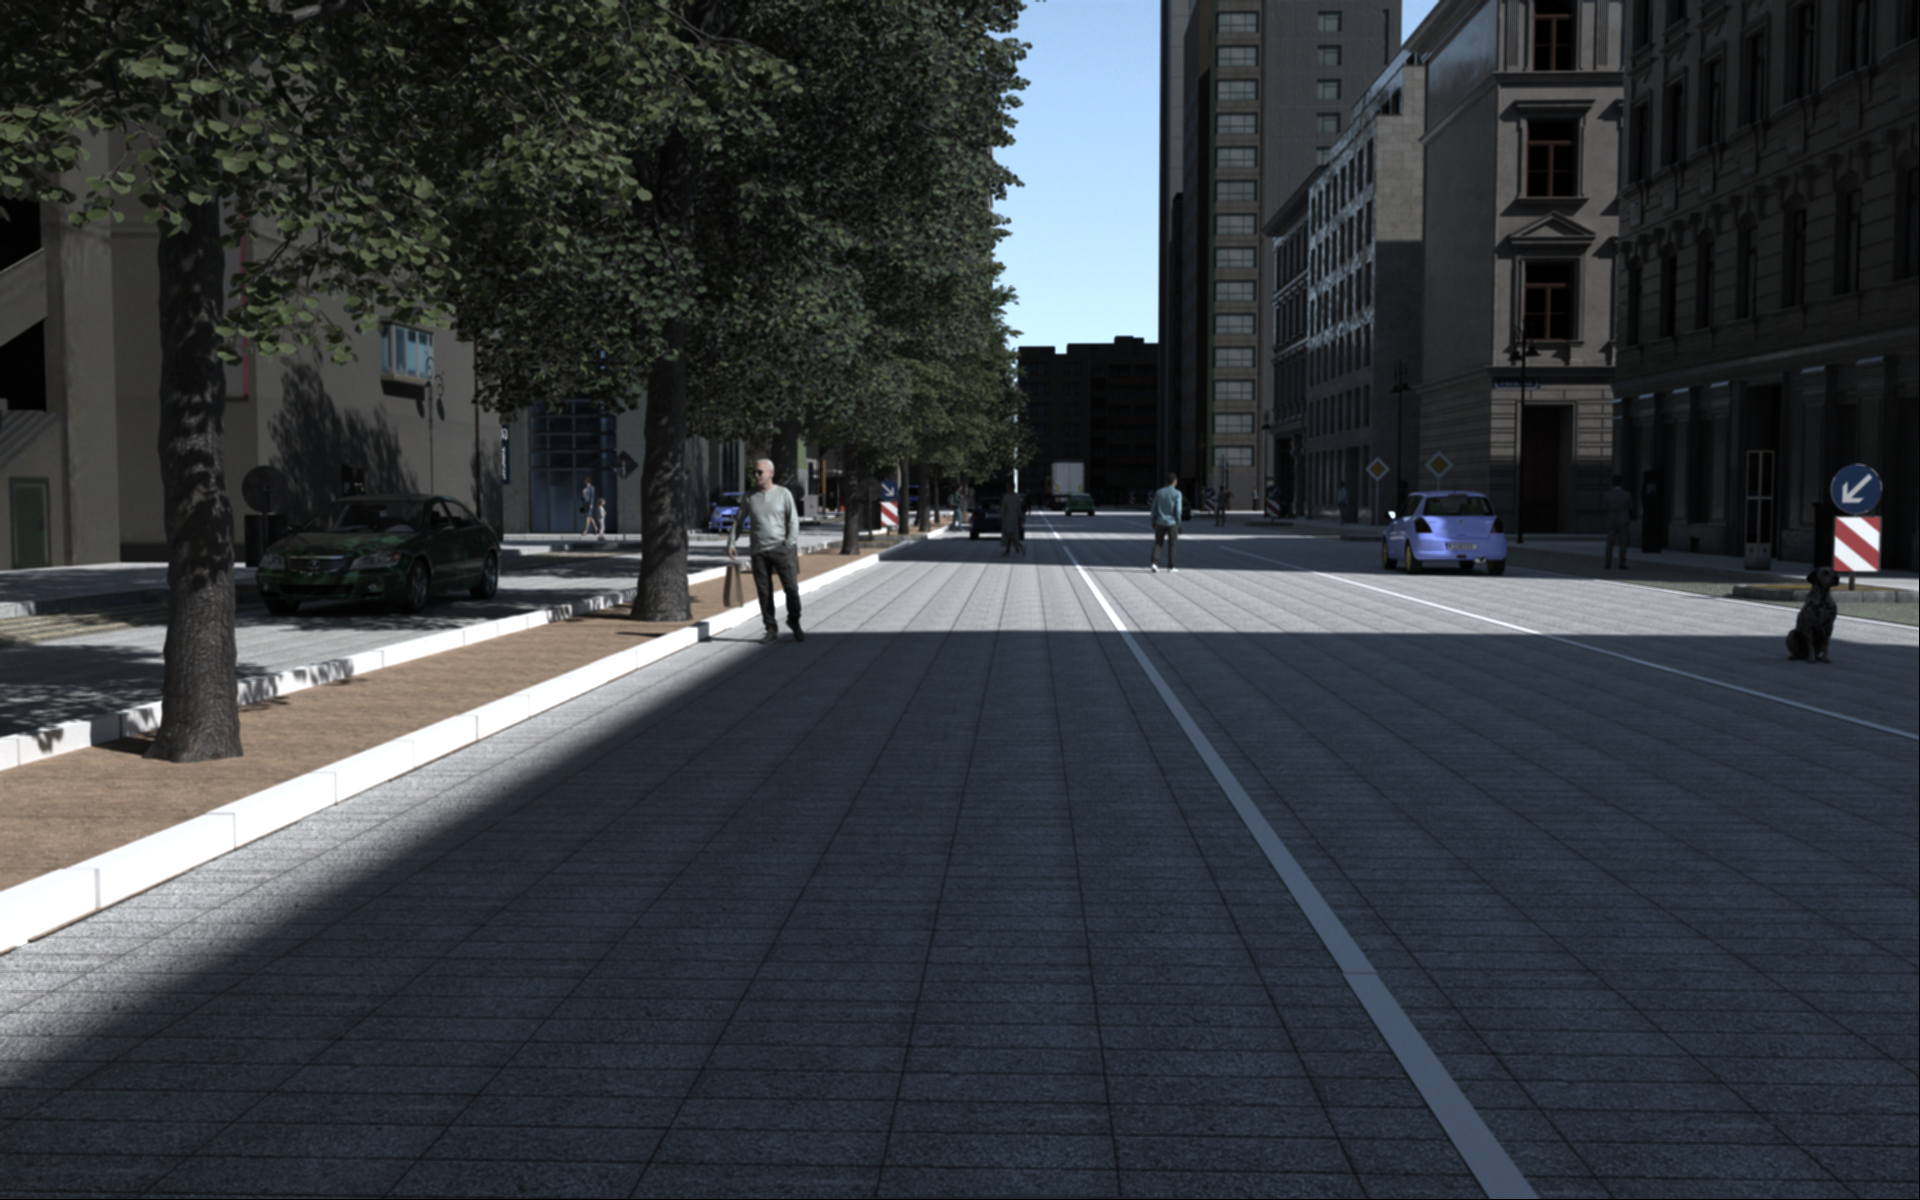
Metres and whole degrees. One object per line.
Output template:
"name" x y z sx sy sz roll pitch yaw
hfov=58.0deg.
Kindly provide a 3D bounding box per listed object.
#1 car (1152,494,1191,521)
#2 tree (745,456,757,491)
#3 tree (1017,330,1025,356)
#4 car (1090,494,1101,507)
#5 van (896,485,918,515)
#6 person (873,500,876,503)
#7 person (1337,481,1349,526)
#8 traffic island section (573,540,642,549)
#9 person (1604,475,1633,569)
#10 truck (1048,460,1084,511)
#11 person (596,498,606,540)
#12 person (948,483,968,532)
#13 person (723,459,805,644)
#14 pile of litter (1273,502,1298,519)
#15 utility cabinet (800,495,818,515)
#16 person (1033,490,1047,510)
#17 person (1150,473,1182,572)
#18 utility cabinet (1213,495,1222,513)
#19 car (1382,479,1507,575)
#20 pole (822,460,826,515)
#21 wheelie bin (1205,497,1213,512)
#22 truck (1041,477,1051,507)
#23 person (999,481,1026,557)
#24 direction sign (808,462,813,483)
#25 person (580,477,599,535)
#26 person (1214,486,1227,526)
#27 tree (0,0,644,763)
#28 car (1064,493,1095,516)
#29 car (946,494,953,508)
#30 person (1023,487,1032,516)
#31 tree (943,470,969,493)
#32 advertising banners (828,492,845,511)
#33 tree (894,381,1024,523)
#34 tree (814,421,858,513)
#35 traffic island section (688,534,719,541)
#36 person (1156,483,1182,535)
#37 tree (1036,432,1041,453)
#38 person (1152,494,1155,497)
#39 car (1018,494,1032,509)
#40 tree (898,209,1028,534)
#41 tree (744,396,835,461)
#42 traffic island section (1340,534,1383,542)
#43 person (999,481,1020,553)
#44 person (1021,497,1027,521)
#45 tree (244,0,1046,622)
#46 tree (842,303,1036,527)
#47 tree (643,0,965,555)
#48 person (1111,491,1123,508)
"car" 11.645 -5.105 95.265 2.131 1.459 4.920 0 4 2
"tree" -10.526 -5.678 87.437 1.663 3.219 1.824 0 3 0
"tree" -1.420 -8.904 66.157 7.486 12.596 7.792 0 3 0
"car" 14.513 -11.076 190.885 2.009 1.686 4.222 0 4 4
"van" -3.306 -7.100 120.466 2.240 2.365 5.245 0 4 2
"person" -7.666 -9.016 156.683 0.421 1.427 0.697 1 4 22
"person" 15.244 -3.829 68.907 0.793 1.790 0.793 -2 4 -35
"traffic island section" -9.021 -1.474 46.388 2.009 0.180 2.903 0 4 2
"person" 12.549 -1.488 33.005 0.511 1.800 0.466 1 4 21
"truck" 9.081 -9.731 148.010 2.839 4.237 11.283 0 4 1
"person" -10.772 -2.407 52.139 0.394 1.301 0.425 -3 4 -37
"person" -0.055 -3.427 64.516 0.713 1.824 0.794 1 4 20
"person" -1.913 -0.470 16.670 0.782 1.767 0.515 0 4 5
"pile of litter" 16.869 -4.617 89.452 1.719 0.858 1.176 -2 4 -33
"utility cabinet" -9.087 -5.681 104.053 1.020 1.237 0.306 0 4 5
"person" 7.425 -9.310 160.848 1.348 1.807 0.705 0 4 2
"person" 3.750 -1.419 31.716 0.660 1.820 0.620 2 4 31
"utility cabinet" 17.543 -6.506 117.527 0.306 1.237 1.020 -1 4 -16
"car" 8.890 -1.373 32.032 1.945 1.707 3.694 0 4 4
"pole" -8.185 -6.745 104.131 0.158 3.312 0.155 0 3 0
"wheelie bin" 17.888 -7.171 125.160 0.693 1.594 0.980 2 4 26
"truck" 10.726 -11.882 190.190 3.469 3.379 9.791 0 4 1
"person" 1.213 -1.843 39.383 0.760 1.731 0.466 2 4 32
"direction sign" -10.924 -8.080 124.098 0.876 3.537 0.379 1 4 21
"person" -11.584 -2.944 54.206 0.654 1.822 0.581 -2 4 -27
"person" 11.639 -4.211 77.544 0.606 1.804 0.583 -3 4 -38
"tree" -4.214 -5.435 9.449 7.486 12.596 7.792 0 3 0
"car" 7.914 -6.466 114.523 1.959 1.807 4.718 0 4 0
"car" -0.471 -10.278 176.847 1.959 1.807 4.718 0 4 1
"person" 4.508 -6.592 115.642 0.648 1.900 0.474 3 5 40
"tree" 0.392 -10.191 119.441 4.360 8.622 3.978 0 3 0
"advertising banners" -8.758 -8.080 128.297 2.074 3.025 0.090 0 4 3
"tree" -1.066 -9.011 84.201 8.767 10.594 7.601 0 4 2
"tree" -8.158 -10.332 119.287 4.360 8.622 3.978 0 3 0
"traffic island section" -8.708 -1.962 54.367 2.009 0.180 2.903 0 4 2
"person" 7.283 -3.163 60.181 0.822 1.834 0.622 2 4 29
"tree" 0.101 -11.328 104.673 9.611 12.733 9.660 0 3 0
"person" 20.231 -10.422 179.638 0.799 1.438 0.628 1 4 13
"car" 5.923 -9.564 168.169 2.131 1.459 4.920 0 4 2
"tree" -1.783 -7.902 57.403 9.928 11.665 9.643 0 3 0
"tree" -10.188 -9.872 95.813 8.767 10.594 7.601 1 4 22
"traffic island section" 12.917 -1.910 53.517 2.009 0.180 2.903 0 4 2
"person" 1.213 -2.033 42.296 0.519 1.759 0.362 0 4 6
"person" 3.432 -4.931 93.788 0.362 1.253 0.373 -1 4 -9
"tree" -3.387 -6.740 19.307 9.857 13.997 8.962 0 3 0
"tree" -1.648 -9.541 75.462 9.611 12.733 9.660 0 3 0
"tree" -2.653 -7.348 40.720 7.486 12.596 7.792 0 3 0
"person" 16.034 -10.249 176.902 1.217 1.723 0.721 2 4 23
